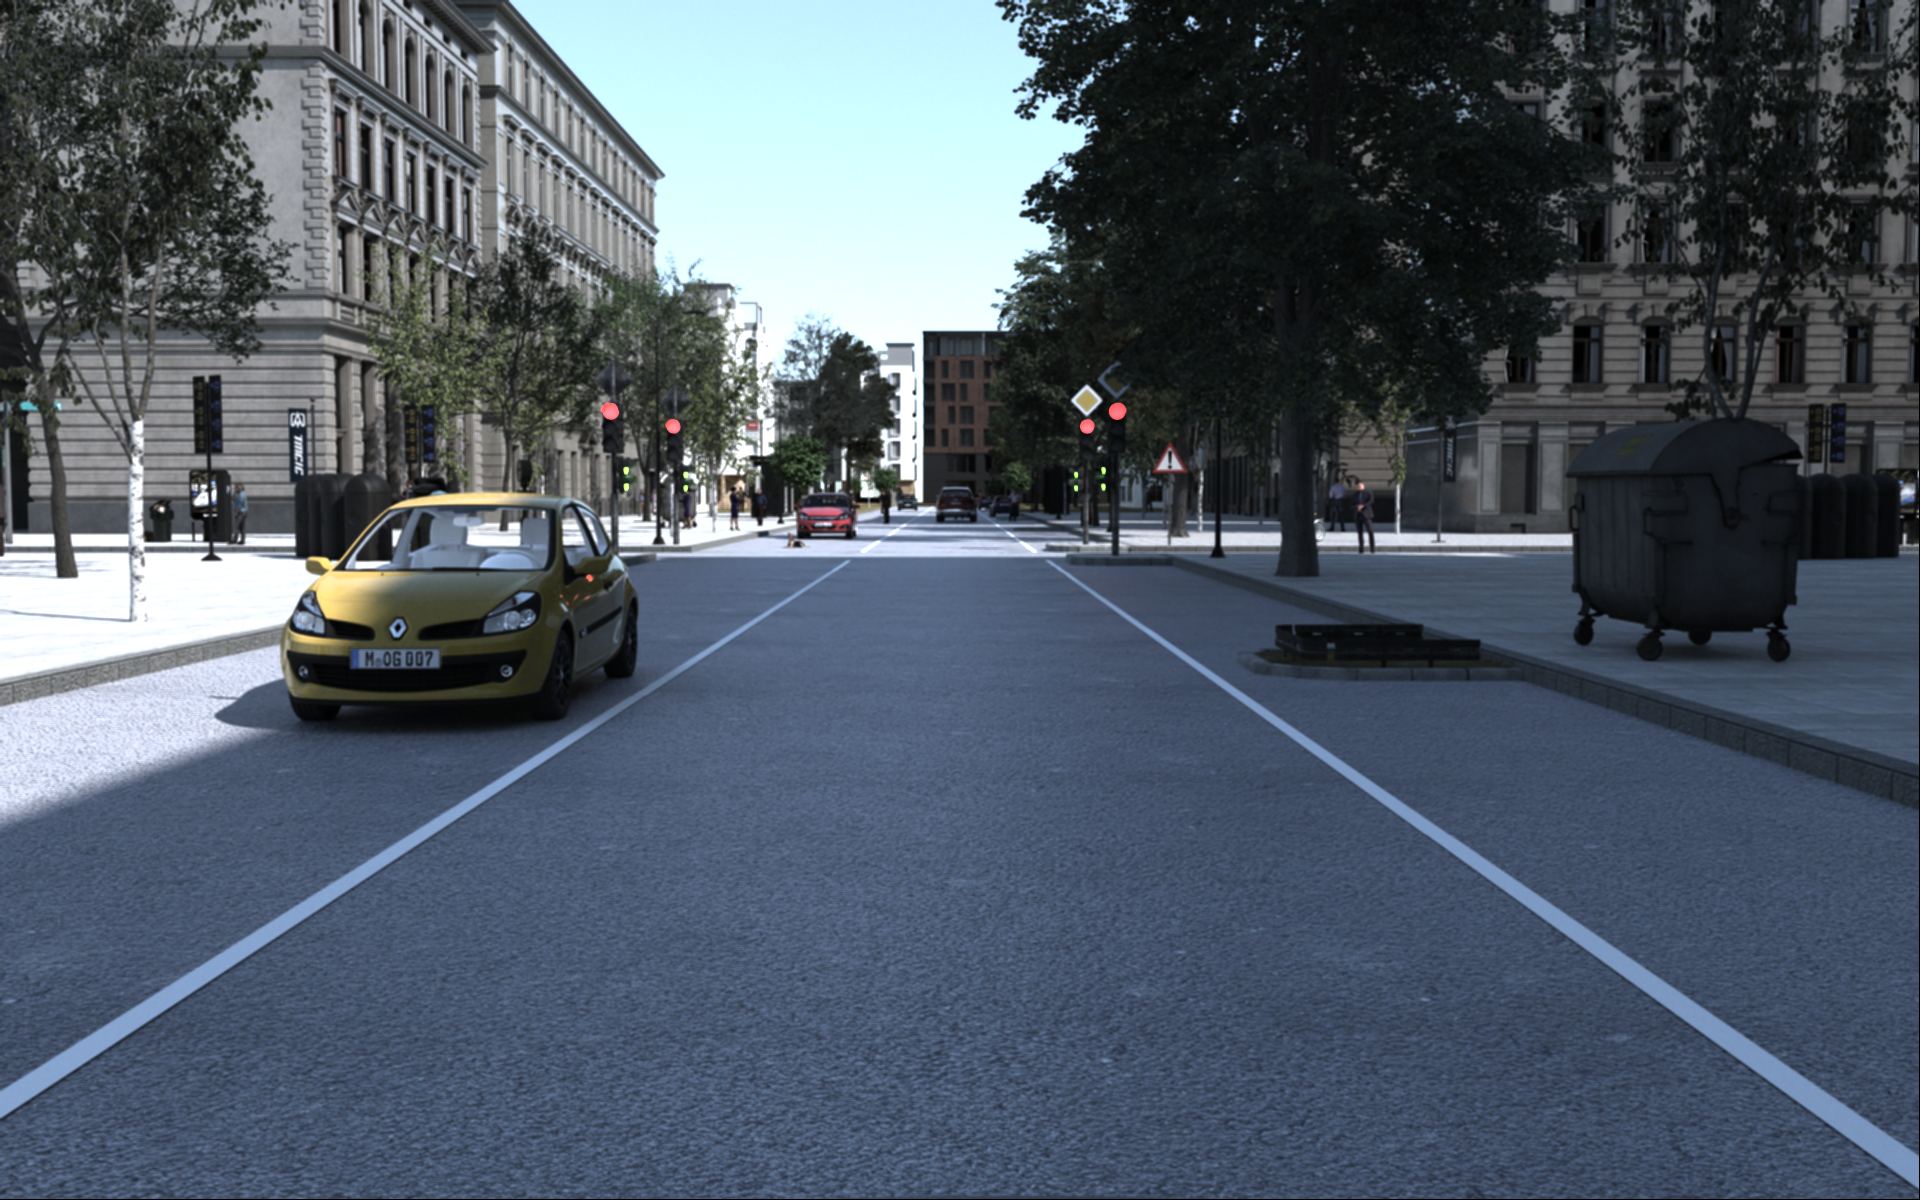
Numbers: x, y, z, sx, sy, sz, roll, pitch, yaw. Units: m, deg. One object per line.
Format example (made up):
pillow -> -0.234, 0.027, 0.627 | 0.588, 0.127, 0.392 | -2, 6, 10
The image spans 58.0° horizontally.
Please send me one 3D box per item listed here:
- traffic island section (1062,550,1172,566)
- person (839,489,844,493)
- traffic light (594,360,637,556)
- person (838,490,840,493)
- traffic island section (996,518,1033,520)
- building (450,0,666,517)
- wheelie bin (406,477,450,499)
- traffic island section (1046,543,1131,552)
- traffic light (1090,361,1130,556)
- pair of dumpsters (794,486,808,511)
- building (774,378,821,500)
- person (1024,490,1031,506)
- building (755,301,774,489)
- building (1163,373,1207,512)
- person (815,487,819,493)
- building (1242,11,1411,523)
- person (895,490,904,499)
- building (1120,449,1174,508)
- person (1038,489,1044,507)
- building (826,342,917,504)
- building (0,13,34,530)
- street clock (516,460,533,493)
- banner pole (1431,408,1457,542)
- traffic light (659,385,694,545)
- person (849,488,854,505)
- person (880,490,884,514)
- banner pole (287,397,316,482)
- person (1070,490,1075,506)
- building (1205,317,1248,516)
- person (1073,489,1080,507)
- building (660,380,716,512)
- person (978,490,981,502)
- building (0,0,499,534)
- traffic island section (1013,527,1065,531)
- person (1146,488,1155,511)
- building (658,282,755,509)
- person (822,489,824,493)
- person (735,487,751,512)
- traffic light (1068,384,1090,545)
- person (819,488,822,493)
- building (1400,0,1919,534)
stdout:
traffic island section -> 3.253, -0.841, 36.029 | 2.009, 0.180, 2.903 | 0, 4, 0
person -> -12.584, -10.861, 183.710 | 1.350, 1.814, 0.705 | -2, 4, -29
traffic light -> -7.148, -2.851, 35.858 | 0.839, 4.213, 0.868 | 0, 4, 0
person -> -12.847, -10.947, 185.750 | 0.721, 1.735, 1.217 | -1, 4, -9
traffic island section -> 2.996, -4.454, 95.696 | 1.991, 0.108, 1.994 | 0, 4, 0
building -> -28.003, -19.568, 96.357 | 17.030, 29.872, 44.131 | 0, 4, 0
wheelie bin -> -10.026, -1.522, 32.801 | 0.980, 1.594, 0.693 | 1, 4, 16
traffic island section -> 3.220, -1.329, 44.014 | 2.009, 0.180, 2.903 | 0, 4, 0
traffic light -> 3.213, -2.855, 35.916 | 0.839, 4.213, 0.868 | 0, 4, 0
pair of dumpsters -> -10.047, -6.182, 103.575 | 1.574, 2.255, 4.436 | 0, 3, 0
building -> -34.198, -21.724, 221.652 | 31.486, 18.905, 16.747 | 0, 4, 0
person -> 7.374, -11.219, 190.028 | 0.990, 1.755, 0.434 | -3, 4, -37
building -> -25.044, -19.576, 176.485 | 11.380, 20.091, 16.016 | 0, 4, 0
building -> 24.312, -17.268, 138.756 | 16.016, 20.091, 11.380 | 0, 4, 0
person -> -11.760, -8.310, 141.881 | 0.705, 1.831, 1.348 | -2, 4, -27
building -> 22.382, -17.804, 88.355 | 12.463, 27.353, 25.104 | 0, 4, 0
person -> -5.750, -9.898, 170.350 | 1.348, 1.821, 0.705 | 0, 4, -7
building -> 20.495, -13.291, 159.460 | 9.099, 9.664, 28.070 | 0, 4, 0
person -> 8.389, -10.229, 173.229 | 1.348, 1.831, 0.705 | -1, 4, -20
building -> -11.395, -22.377, 222.277 | 11.380, 20.091, 16.016 | 0, 4, 0
building -> -45.444, -16.748, 61.224 | 23.554, 28.519, 14.401 | 0, 4, 0
street clock -> -9.197, -1.959, 36.608 | 0.358, 2.002, 0.471 | -2, 4, -27
banner pole -> 12.837, -3.410, 45.778 | 0.401, 3.779, 0.863 | -2, 4, -24
traffic light -> -7.181, -3.339, 43.843 | 0.839, 4.213, 0.868 | 0, 4, 0
person -> -8.141, -7.609, 131.246 | 0.445, 1.727, 0.742 | -3, 5, -43
person -> -5.526, -7.096, 125.350 | 0.721, 1.723, 1.217 | -1, 4, -14
banner pole -> -16.880, -3.342, 44.651 | 0.863, 3.779, 0.401 | -3, 5, -40
person -> 12.256, -11.031, 187.200 | 0.742, 1.727, 0.445 | 1, 4, 13
building -> 21.664, -15.966, 110.190 | 9.793, 20.994, 18.267 | 0, 4, 0
person -> 11.170, -9.797, 166.239 | 0.705, 1.822, 1.348 | 2, 4, 30
building -> -23.268, -11.702, 133.476 | 9.099, 9.664, 28.070 | 0, 4, 0
person -> 1.890, -9.933, 170.861 | 0.705, 1.831, 1.348 | 0, 4, 5
building -> -24.991, -14.369, 63.811 | 11.050, 23.489, 19.941 | 0, 4, 0
traffic island section -> 3.111, -2.807, 68.753 | 1.991, 0.108, 1.994 | 0, 4, 0
person -> 14.072, -7.489, 129.038 | 0.990, 1.755, 0.434 | 2, 4, 34
building -> -27.030, -18.129, 152.829 | 16.016, 20.091, 11.380 | 0, 4, 0
person -> -13.972, -10.466, 177.696 | 0.750, 1.759, 0.617 | -3, 5, -40
person -> -15.302, -7.032, 121.103 | 1.348, 1.812, 0.705 | 1, 4, 18
traffic light -> 3.180, -3.343, 43.901 | 0.839, 4.213, 0.868 | 0, 4, 0
person -> -11.134, -8.131, 139.700 | 0.721, 1.735, 1.217 | -2, 4, -24
building -> 25.465, -12.880, 59.734 | 18.267, 20.994, 9.793 | 0, 4, 0
